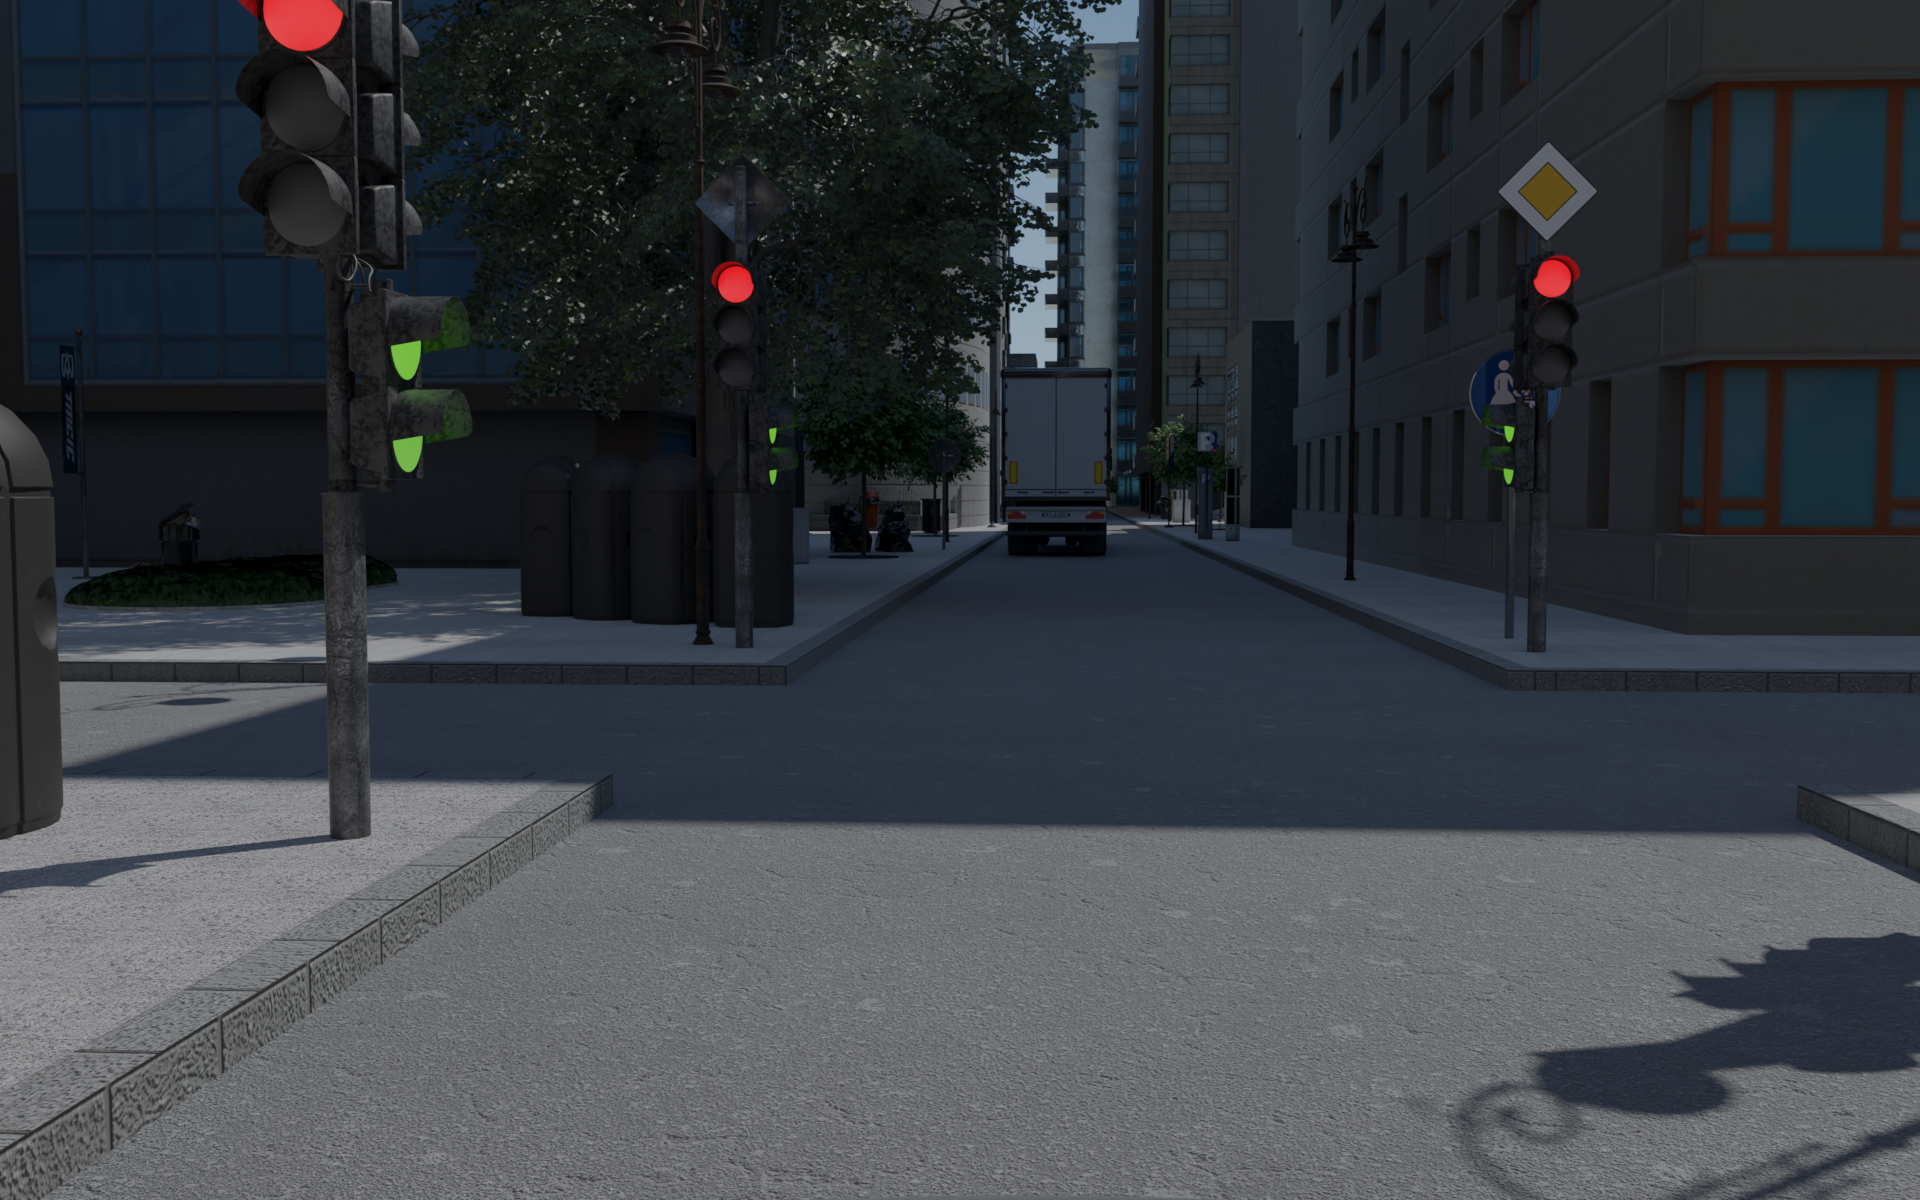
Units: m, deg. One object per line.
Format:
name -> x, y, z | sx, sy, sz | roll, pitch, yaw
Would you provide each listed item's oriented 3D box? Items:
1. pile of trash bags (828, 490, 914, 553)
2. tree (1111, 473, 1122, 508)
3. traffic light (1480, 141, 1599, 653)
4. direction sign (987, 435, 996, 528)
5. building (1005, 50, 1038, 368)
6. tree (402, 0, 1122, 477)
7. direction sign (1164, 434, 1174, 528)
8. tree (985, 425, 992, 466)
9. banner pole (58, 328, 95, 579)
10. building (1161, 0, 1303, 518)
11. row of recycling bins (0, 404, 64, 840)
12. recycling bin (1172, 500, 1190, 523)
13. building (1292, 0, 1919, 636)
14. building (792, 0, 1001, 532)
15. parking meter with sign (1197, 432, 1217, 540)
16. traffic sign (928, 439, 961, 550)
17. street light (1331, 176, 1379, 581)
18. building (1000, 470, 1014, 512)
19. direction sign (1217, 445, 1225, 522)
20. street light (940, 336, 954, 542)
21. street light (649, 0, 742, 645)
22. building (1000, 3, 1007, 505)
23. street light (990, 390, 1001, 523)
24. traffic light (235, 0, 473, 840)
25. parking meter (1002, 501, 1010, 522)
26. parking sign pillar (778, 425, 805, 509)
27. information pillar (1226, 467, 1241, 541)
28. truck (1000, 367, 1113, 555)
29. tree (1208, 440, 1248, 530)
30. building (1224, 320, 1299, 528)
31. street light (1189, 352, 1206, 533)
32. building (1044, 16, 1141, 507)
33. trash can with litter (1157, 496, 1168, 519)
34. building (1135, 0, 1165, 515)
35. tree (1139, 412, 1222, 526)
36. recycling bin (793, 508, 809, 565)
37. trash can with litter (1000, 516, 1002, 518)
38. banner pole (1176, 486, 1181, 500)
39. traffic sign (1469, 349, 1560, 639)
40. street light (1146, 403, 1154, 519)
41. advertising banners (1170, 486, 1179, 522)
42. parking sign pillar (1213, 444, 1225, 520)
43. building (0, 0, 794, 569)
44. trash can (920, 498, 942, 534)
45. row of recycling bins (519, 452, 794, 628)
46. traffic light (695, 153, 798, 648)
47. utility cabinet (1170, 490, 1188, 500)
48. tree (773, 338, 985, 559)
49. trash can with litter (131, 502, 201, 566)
pile of trash bags -> -2.049, -1.821, 39.528 | 1.912, 1.369, 3.447 | 0, 4, -3
tree -> 13.748, -9.890, 156.302 | 1.663, 3.219, 1.824 | 0, 3, 0
traffic light -> 4.667, -1.532, 13.968 | 0.839, 4.253, 0.868 | 0, 4, 3
direction sign -> 1.221, -4.556, 66.480 | 0.379, 3.537, 0.876 | 0, 4, 1
building -> -7.250, -53.267, 183.585 | 31.000, 86.520, 22.319 | 0, 4, 3
tree -> -2.807, -7.006, 21.212 | 9.857, 13.997, 8.962 | 0, 3, 0
direction sign -> 7.987, -4.534, 66.133 | 0.379, 3.537, 0.876 | 2, 4, 27
tree -> -0.801, -4.203, 52.434 | 4.285, 4.588, 4.351 | 0, 3, 0
banner pole -> -13.248, -2.197, 25.935 | 0.401, 3.779, 0.863 | 0, 4, -2
building -> 18.371, -25.285, 96.997 | 14.154, 41.232, 14.086 | 0, 4, 3
row of recycling bins -> -5.231, 0.013, 6.901 | 3.534, 1.692, 1.069 | 1, 4, 10
recycling bin -> 9.977, -4.011, 78.137 | 0.722, 1.027, 0.722 | 0, 4, -2
building -> 21.880, -11.190, 27.995 | 28.899, 21.520, 27.650 | 0, 4, 3
building -> -9.357, -32.293, 69.992 | 21.231, 58.520, 28.212 | 0, 4, 3
parking meter with sign -> 7.006, -3.244, 49.302 | 0.543, 3.016, 1.738 | 0, 4, 6
traffic sign -> -0.370, -2.425, 39.754 | 0.768, 2.556, 0.104 | 1, 4, 11
street light -> 5.802, -3.230, 25.593 | 0.468, 5.910, 1.993 | 0, 4, 3
building -> -11.850, -26.852, 130.903 | 32.217, 40.220, 23.993 | 0, 4, 3
direction sign -> 12.075, -5.383, 80.013 | 0.876, 3.537, 0.379 | 1, 4, 8
street light -> -0.345, -4.468, 45.846 | 0.468, 5.910, 1.993 | 0, 4, 3
street light -> -2.194, -2.558, 14.613 | 0.468, 5.910, 1.993 | 0, 4, 3
building -> -6.810, -32.421, 153.782 | 21.600, 48.544, 21.300 | 0, 4, 3
street light -> 1.599, -6.362, 76.811 | 0.468, 5.910, 1.993 | 0, 4, 3
traffic light -> -2.268, -1.067, 6.373 | 0.839, 4.253, 0.868 | 0, 4, 3
parking meter -> 2.117, -4.503, 79.333 | 0.255, 1.863, 0.399 | 1, 4, 21
parking sign pillar -> -5.359, -3.941, 52.912 | 1.447, 3.967, 1.447 | 3, 4, 39
information pillar -> 7.449, -2.615, 47.249 | 0.304, 2.012, 0.304 | 2, 4, 32
truck -> 2.526, -3.371, 44.036 | 2.839, 4.237, 11.283 | 0, 4, 4
tree -> 9.225, -4.088, 61.448 | 1.663, 3.219, 1.824 | 0, 3, 0
building -> 21.677, -45.489, 56.421 | 22.319, 86.520, 31.000 | 0, 4, 3
street light -> 7.742, -5.124, 56.558 | 0.468, 5.910, 1.993 | 0, 4, 3
building -> 24.305, -34.515, 183.936 | 30.456, 49.044, 23.786 | 0, 4, 3
trash can with litter -> 10.435, -4.637, 87.206 | 0.624, 1.170, 1.055 | 3, 5, 44
building -> 20.053, -29.055, 125.156 | 14.600, 45.320, 14.200 | 0, 4, 3
tree -> 8.854, -5.226, 69.154 | 4.285, 4.588, 4.351 | 0, 3, 0
recycling bin -> -3.250, -1.175, 31.761 | 0.722, 1.027, 0.722 | 3, 4, 39
trash can with litter -> 2.008, -4.750, 89.053 | 1.055, 1.170, 0.624 | -1, 4, -9
banner pole -> 10.525, -5.761, 84.210 | 0.863, 3.779, 0.401 | 2, 4, 34
traffic sign -> 4.877, -0.929, 15.302 | 0.768, 2.556, 0.104 | 1, 4, 11
street light -> 9.692, -7.071, 88.404 | 0.468, 5.910, 1.993 | 0, 4, 3
advertising banners -> 9.951, -5.138, 80.198 | 0.090, 3.025, 2.074 | 1, 4, 19
parking sign pillar -> 12.936, -5.971, 86.103 | 1.447, 3.967, 1.447 | 2, 4, 33
building -> -11.451, -23.559, 35.304 | 14.600, 45.320, 14.200 | 0, 4, 3
trash can -> -0.935, -2.735, 56.364 | 0.748, 1.137, 0.748 | 0, 3, 0
row of recycling bins -> -3.152, -0.644, 17.639 | 3.534, 1.692, 1.069 | 2, 4, 34
traffic light -> -1.783, -1.555, 14.343 | 0.839, 4.253, 0.868 | 0, 4, 3
utility cabinet -> 11.175, -4.894, 88.700 | 1.173, 1.500, 0.318 | -3, 5, -43
tree -> -2.028, -3.124, 34.789 | 4.285, 4.588, 4.351 | 0, 3, 0
trash can with litter -> -11.439, -0.820, 24.801 | 1.055, 1.170, 0.624 | -2, 4, -25
